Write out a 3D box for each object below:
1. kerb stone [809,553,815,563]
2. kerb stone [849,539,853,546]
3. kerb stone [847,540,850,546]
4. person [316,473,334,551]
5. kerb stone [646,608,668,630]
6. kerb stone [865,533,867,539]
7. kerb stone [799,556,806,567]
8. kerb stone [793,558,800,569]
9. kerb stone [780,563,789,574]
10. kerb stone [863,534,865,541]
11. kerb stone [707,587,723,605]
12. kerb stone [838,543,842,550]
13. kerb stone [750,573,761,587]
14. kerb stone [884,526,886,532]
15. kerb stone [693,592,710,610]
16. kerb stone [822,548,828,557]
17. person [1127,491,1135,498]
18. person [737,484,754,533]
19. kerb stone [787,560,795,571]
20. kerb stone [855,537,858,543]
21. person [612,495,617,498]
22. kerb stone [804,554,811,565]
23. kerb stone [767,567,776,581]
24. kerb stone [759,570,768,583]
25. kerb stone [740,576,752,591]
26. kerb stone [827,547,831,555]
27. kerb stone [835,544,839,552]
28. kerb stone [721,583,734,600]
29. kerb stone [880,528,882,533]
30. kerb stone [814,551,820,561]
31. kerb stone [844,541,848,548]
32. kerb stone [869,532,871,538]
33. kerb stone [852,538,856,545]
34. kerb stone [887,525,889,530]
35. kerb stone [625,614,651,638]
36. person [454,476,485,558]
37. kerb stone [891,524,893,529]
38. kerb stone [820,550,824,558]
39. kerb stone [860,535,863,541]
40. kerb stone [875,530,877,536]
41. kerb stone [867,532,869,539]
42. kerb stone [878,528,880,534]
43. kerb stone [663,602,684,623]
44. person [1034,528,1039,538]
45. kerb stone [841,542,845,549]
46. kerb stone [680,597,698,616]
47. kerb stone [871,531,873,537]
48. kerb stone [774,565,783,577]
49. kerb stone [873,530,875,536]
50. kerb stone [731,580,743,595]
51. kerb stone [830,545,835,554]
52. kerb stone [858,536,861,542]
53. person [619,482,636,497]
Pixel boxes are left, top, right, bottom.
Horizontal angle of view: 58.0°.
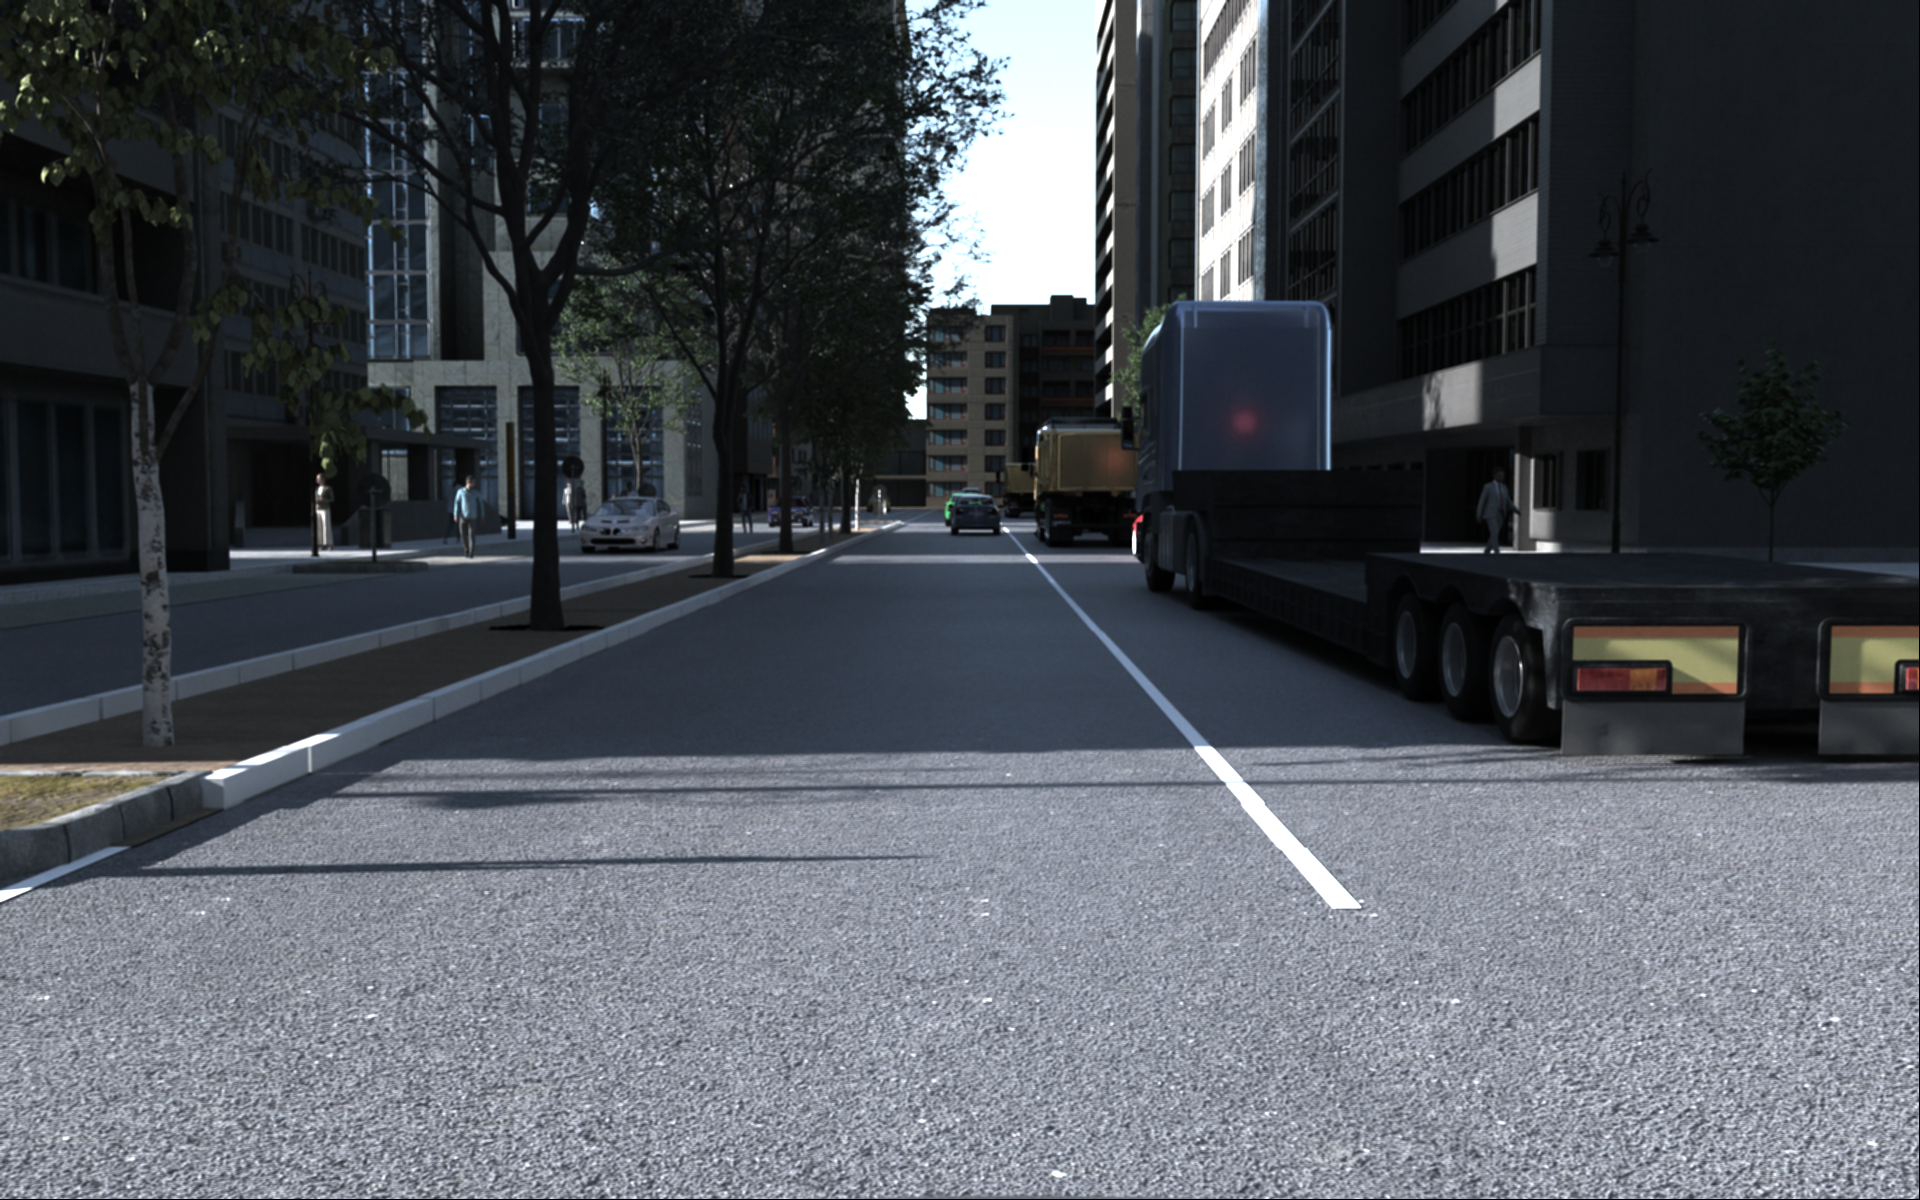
[{"bbox_3d":[-3.169,-0.846,36.027,0.120,0.150,1.000,0,4,0],"label":"kerb stone"},{"bbox_3d":[-3.085,-1.528,47.309,0.120,0.150,1.000,0,4,0],"label":"kerb stone"},{"bbox_3d":[-3.091,-1.473,46.278,0.120,0.150,1.000,0,4,0],"label":"kerb stone"},{"bbox_3d":[-14.419,-1.990,39.121,0.519,1.759,0.362,1,4,19],"label":"person"},{"bbox_3d":[-3.314,0.220,18.601,0.120,0.150,1.000,0,4,0],"label":"kerb stone"},{"bbox_3d":[-3.033,-1.912,53.451,0.120,0.150,1.000,0,4,0],"label":"kerb stone"},{"bbox_3d":[-3.188,-0.716,33.977,0.120,0.150,1.000,0,4,0],"label":"kerb stone"},{"bbox_3d":[-3.198,-0.652,32.946,0.120,0.150,1.000,0,4,0],"label":"kerb stone"},{"bbox_3d":[-3.214,-0.532,30.901,0.120,0.150,1.000,0,4,0],"label":"kerb stone"},{"bbox_3d":[-3.046,-1.843,52.429,0.120,0.150,1.000,0,4,0],"label":"kerb stone"},{"bbox_3d":[-3.278,-0.030,22.691,0.120,0.150,1.000,0,4,0],"label":"kerb stone"},{"bbox_3d":[-3.113,-1.285,43.204,0.120,0.150,1.000,0,4,0],"label":"kerb stone"},{"bbox_3d":[-3.245,-0.274,26.788,0.120,0.150,1.000,0,4,0],"label":"kerb stone"},{"bbox_3d":[-2.939,-2.602,64.733,0.120,0.150,1.000,0,4,0],"label":"kerb stone"},{"bbox_3d":[-3.290,0.035,21.669,0.120,0.150,1.000,0,4,0],"label":"kerb stone"},{"bbox_3d":[-3.144,-1.031,39.115,0.120,0.150,1.000,0,4,0],"label":"kerb stone"},{"bbox_3d":[6.728,-3.610,67.408,0.818,1.842,0.514,-2,4,-31],"label":"person"},{"bbox_3d":[-7.843,-3.334,63.360,0.623,1.781,0.721,-1,4,-9],"label":"person"},{"bbox_3d":[-3.209,-0.595,31.923,0.120,0.150,1.000,0,4,0],"label":"kerb stone"},{"bbox_3d":[-3.064,-1.661,49.355,0.120,0.150,1.000,0,4,0],"label":"kerb stone"},{"bbox_3d":[-14.575,-3.833,73.401,0.332,1.250,0.352,1,4,10],"label":"person"},{"bbox_3d":[-3.172,-0.783,34.999,0.120,0.150,1.000,0,4,0],"label":"kerb stone"},{"bbox_3d":[-3.228,-0.406,28.836,0.120,0.150,1.000,0,4,0],"label":"kerb stone"},{"bbox_3d":[-3.241,-0.342,27.814,0.120,0.150,1.000,0,4,0],"label":"kerb stone"},{"bbox_3d":[-3.250,-0.218,25.765,0.120,0.150,1.000,0,4,0],"label":"kerb stone"},{"bbox_3d":[-3.144,-1.097,40.138,0.120,0.150,1.000,0,4,0],"label":"kerb stone"},{"bbox_3d":[-3.118,-1.222,42.182,0.120,0.150,1.000,0,4,0],"label":"kerb stone"},{"bbox_3d":[-3.262,-0.093,23.716,0.120,0.150,1.000,0,4,0],"label":"kerb stone"},{"bbox_3d":[-2.963,-2.413,61.655,0.120,0.150,1.000,0,4,0],"label":"kerb stone"},{"bbox_3d":[-3.157,-0.909,37.054,0.120,0.150,1.000,0,4,0],"label":"kerb stone"},{"bbox_3d":[-3.095,-1.410,45.252,0.120,0.150,1.000,0,4,0],"label":"kerb stone"},{"bbox_3d":[-3.018,-2.038,55.516,0.120,0.150,1.000,0,4,0],"label":"kerb stone"},{"bbox_3d":[-3.066,-1.599,48.333,0.120,0.150,1.000,0,4,0],"label":"kerb stone"},{"bbox_3d":[-2.922,-2.724,66.796,0.120,0.150,1.000,0,4,0],"label":"kerb stone"},{"bbox_3d":[-3.313,0.282,17.579,0.120,0.150,1.000,0,4,0],"label":"kerb stone"},{"bbox_3d":[-10.922,-1.853,38.654,0.638,1.841,0.748,0,4,-2],"label":"person"},{"bbox_3d":[-2.895,-2.915,69.879,0.120,0.150,1.000,0,4,0],"label":"kerb stone"},{"bbox_3d":[-3.153,-0.972,38.081,0.120,0.150,1.000,0,4,0],"label":"kerb stone"},{"bbox_3d":[-3.053,-1.787,51.406,0.120,0.150,1.000,0,4,0],"label":"kerb stone"},{"bbox_3d":[-2.991,-2.226,58.585,0.120,0.150,1.000,0,4,0],"label":"kerb stone"},{"bbox_3d":[-3.019,-1.975,54.482,0.120,0.150,1.000,0,4,0],"label":"kerb stone"},{"bbox_3d":[-2.978,-2.351,60.630,0.120,0.150,1.000,0,4,0],"label":"kerb stone"},{"bbox_3d":[-3.304,0.160,19.624,0.120,0.150,1.000,0,4,0],"label":"kerb stone"},{"bbox_3d":[2.694,-2.922,56.295,0.654,1.822,0.581,0,4,-8],"label":"person"},{"bbox_3d":[-3.102,-1.347,44.226,0.120,0.150,1.000,0,4,0],"label":"kerb stone"},{"bbox_3d":[-3.294,0.099,20.647,0.120,0.150,1.000,0,4,0],"label":"kerb stone"},{"bbox_3d":[-3.005,-2.100,56.538,0.120,0.150,1.000,0,4,0],"label":"kerb stone"},{"bbox_3d":[-3.218,-0.466,29.875,0.120,0.150,1.000,0,4,0],"label":"kerb stone"},{"bbox_3d":[-3.003,-2.163,57.563,0.120,0.150,1.000,0,4,0],"label":"kerb stone"},{"bbox_3d":[-3.257,-0.156,24.743,0.120,0.150,1.000,0,4,0],"label":"kerb stone"},{"bbox_3d":[-3.135,-1.158,41.160,0.120,0.150,1.000,0,4,0],"label":"kerb stone"},{"bbox_3d":[-3.060,-1.724,50.378,0.120,0.150,1.000,0,4,0],"label":"kerb stone"},{"bbox_3d":[-11.065,-2.997,57.594,0.679,1.850,0.850,-3,4,-37],"label":"person"}]
